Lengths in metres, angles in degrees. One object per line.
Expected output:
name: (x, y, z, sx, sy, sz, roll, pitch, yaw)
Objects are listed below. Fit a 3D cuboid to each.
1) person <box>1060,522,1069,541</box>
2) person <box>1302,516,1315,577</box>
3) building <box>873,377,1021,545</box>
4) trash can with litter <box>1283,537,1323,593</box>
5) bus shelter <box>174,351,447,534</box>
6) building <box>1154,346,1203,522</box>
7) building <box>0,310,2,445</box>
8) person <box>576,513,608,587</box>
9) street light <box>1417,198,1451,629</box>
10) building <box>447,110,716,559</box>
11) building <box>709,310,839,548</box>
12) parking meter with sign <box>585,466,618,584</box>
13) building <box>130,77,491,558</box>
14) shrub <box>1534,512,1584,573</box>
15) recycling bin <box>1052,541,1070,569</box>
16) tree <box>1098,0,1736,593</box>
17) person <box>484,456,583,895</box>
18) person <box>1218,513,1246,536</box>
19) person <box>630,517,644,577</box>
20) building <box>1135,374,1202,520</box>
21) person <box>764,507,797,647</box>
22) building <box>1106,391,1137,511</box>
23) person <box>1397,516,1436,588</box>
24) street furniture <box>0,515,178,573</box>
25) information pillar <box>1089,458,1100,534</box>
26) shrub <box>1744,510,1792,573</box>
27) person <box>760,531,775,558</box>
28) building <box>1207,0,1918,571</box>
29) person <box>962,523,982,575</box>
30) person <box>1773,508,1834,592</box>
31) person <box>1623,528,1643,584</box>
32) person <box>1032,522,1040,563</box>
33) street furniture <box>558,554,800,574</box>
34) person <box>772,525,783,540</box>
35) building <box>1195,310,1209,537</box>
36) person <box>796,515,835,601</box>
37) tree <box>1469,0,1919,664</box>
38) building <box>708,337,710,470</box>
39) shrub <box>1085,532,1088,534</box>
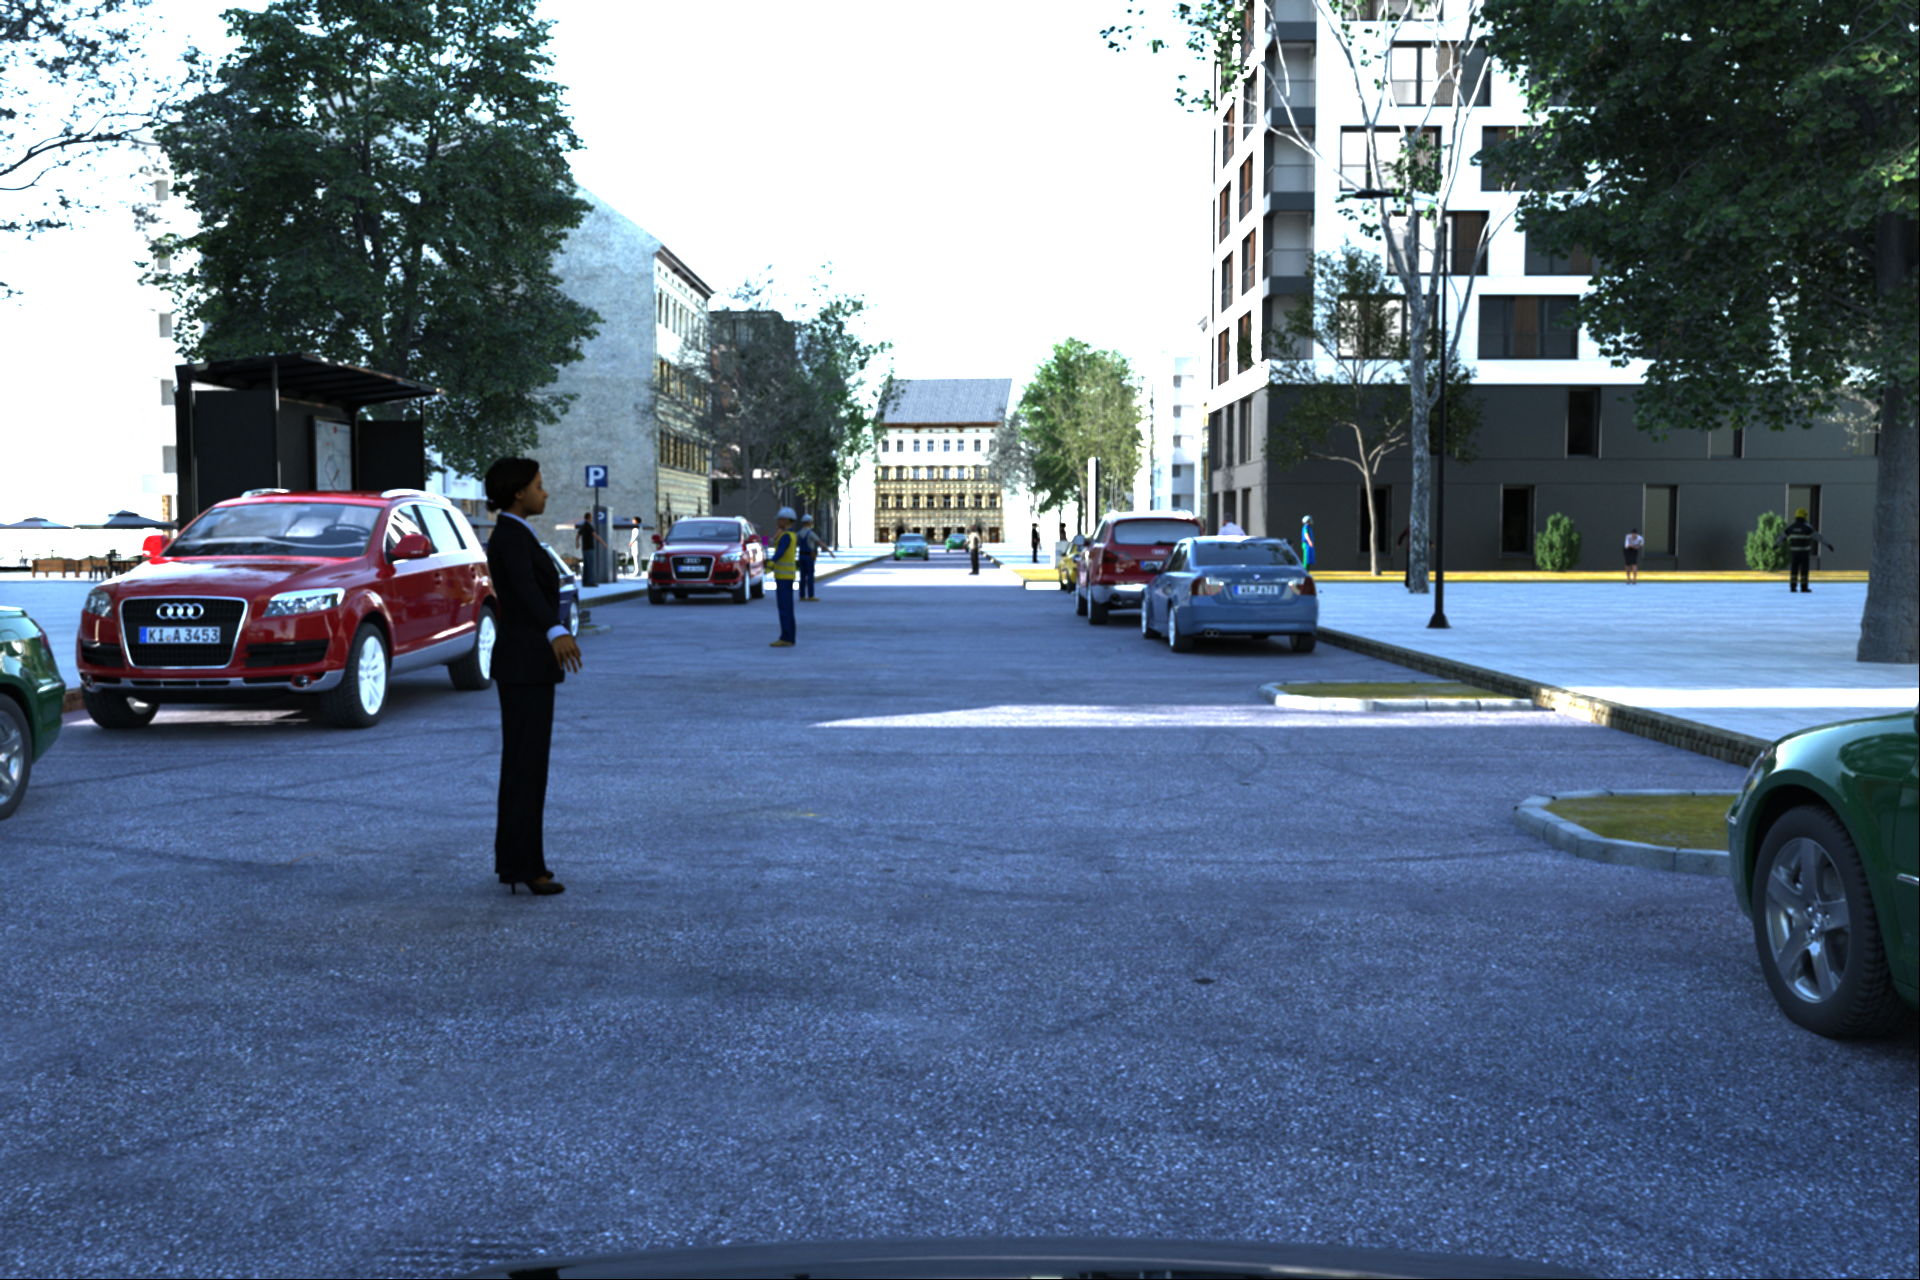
person: (4.700, -4.385, 77.844, 0.704, 1.843, 1.345, 1, 4, 12)
person: (10.398, -2.784, 51.649, 0.704, 1.817, 1.347, 1, 4, 10)
building: (-1.504, -24.986, 241.902, 18.063, 23.208, 19.493, 1, 4, 8)
trash can with litter: (7.073, -1.625, 37.634, 1.678, 1.210, 2.233, 0, 4, -1)
bus shelter: (-9.294, -2.089, 25.440, 1.731, 3.624, 6.357, 0, 4, 0)
building: (24.878, -19.489, 175.063, 16.016, 20.090, 11.380, 0, 4, 0)
building: (-31.836, -12.908, 30.124, 14.460, 24.649, 34.723, 0, 4, 0)
person: (-8.985, -2.187, 41.980, 0.705, 1.803, 1.348, -3, 5, -44)
street light: (7.087, -3.116, 23.494, 1.470, 5.913, 1.316, 0, 3, 0)
building: (-24.993, -16.403, 99.121, 19.493, 23.208, 18.063, 0, 4, 1)
building: (-27.199, -20.221, 174.594, 27.936, 21.610, 32.646, 0, 4, 0)
parking meter with sign: (-9.272, -2.984, 45.046, 0.543, 3.016, 1.738, 0, 4, -1)
building: (-28.229, -13.256, 73.149, 16.016, 20.090, 11.380, 0, 4, -1)
shrub: (19.980, -3.269, 57.867, 1.690, 2.028, 1.600, 0, 3, 0)
recycling bin: (3.801, -3.181, 64.568, 0.722, 1.027, 0.722, 0, 4, 0)
tree: (9.268, -10.991, 35.594, 12.611, 20.169, 13.585, 0, 3, 0)
person: (-1.686, 0.134, 6.995, 0.721, 1.740, 1.216, -1, 4, -21)
person: (5.547, -1.753, 35.641, 0.756, 1.711, 0.436, -1, 4, -11)
person: (-9.771, -2.823, 52.337, 0.705, 1.806, 1.347, 0, 4, -4)
building: (25.783, -21.204, 203.105, 16.016, 20.090, 11.380, 0, 4, 0)
person: (-2.314, -0.812, 22.190, 0.721, 1.772, 1.216, 0, 4, 7)
building: (23.844, -22.357, 221.960, 16.016, 20.090, 11.380, 0, 4, -1)
person: (10.807, -2.098, 41.104, 0.721, 1.729, 1.215, -2, 4, -30)
street furniture: (-33.328, -3.389, 60.434, 27.439, 1.986, 14.083, -1, 4, -9)
information pillar: (4.190, -3.839, 54.084, 0.184, 3.620, 1.656, 0, 4, -2)
shrub: (26.957, -3.278, 57.632, 1.661, 2.075, 1.752, 0, 3, 0)
person: (-8.571, -4.087, 76.081, 0.991, 1.433, 0.599, -1, 4, -15)
building: (24.392, -14.138, 75.134, 27.936, 21.610, 32.646, 0, 3, 0)
person: (0.489, -3.203, 60.960, 0.705, 1.813, 1.348, -2, 4, -27)
person: (18.549, -1.983, 38.193, 0.704, 1.858, 1.351, -3, 4, -36)
person: (17.185, -2.145, 44.304, 0.628, 1.438, 0.799, -1, 4, -16)
person: (3.377, -4.333, 77.037, 0.705, 1.806, 1.347, 1, 4, 10)
street furniture: (-10.215, -2.590, 57.971, 10.072, 0.657, 5.734, 0, 4, 0)
person: (-8.277, -4.387, 78.522, 0.721, 1.733, 1.217, 1, 4, 19)
building: (26.538, -17.383, 115.149, 19.493, 23.208, 18.063, 0, 4, 0)
person: (-3.252, -1.757, 37.037, 1.347, 1.847, 0.705, 2, 4, 34)
tree: (9.383, -6.757, 17.126, 9.857, 13.997, 8.962, 0, 3, 0)
building: (-28.429, -17.874, 123.171, 19.493, 23.208, 18.063, 0, 3, 0)
shrub: (5.307, -3.639, 63.547, 1.661, 2.075, 1.752, 0, 3, 0)
